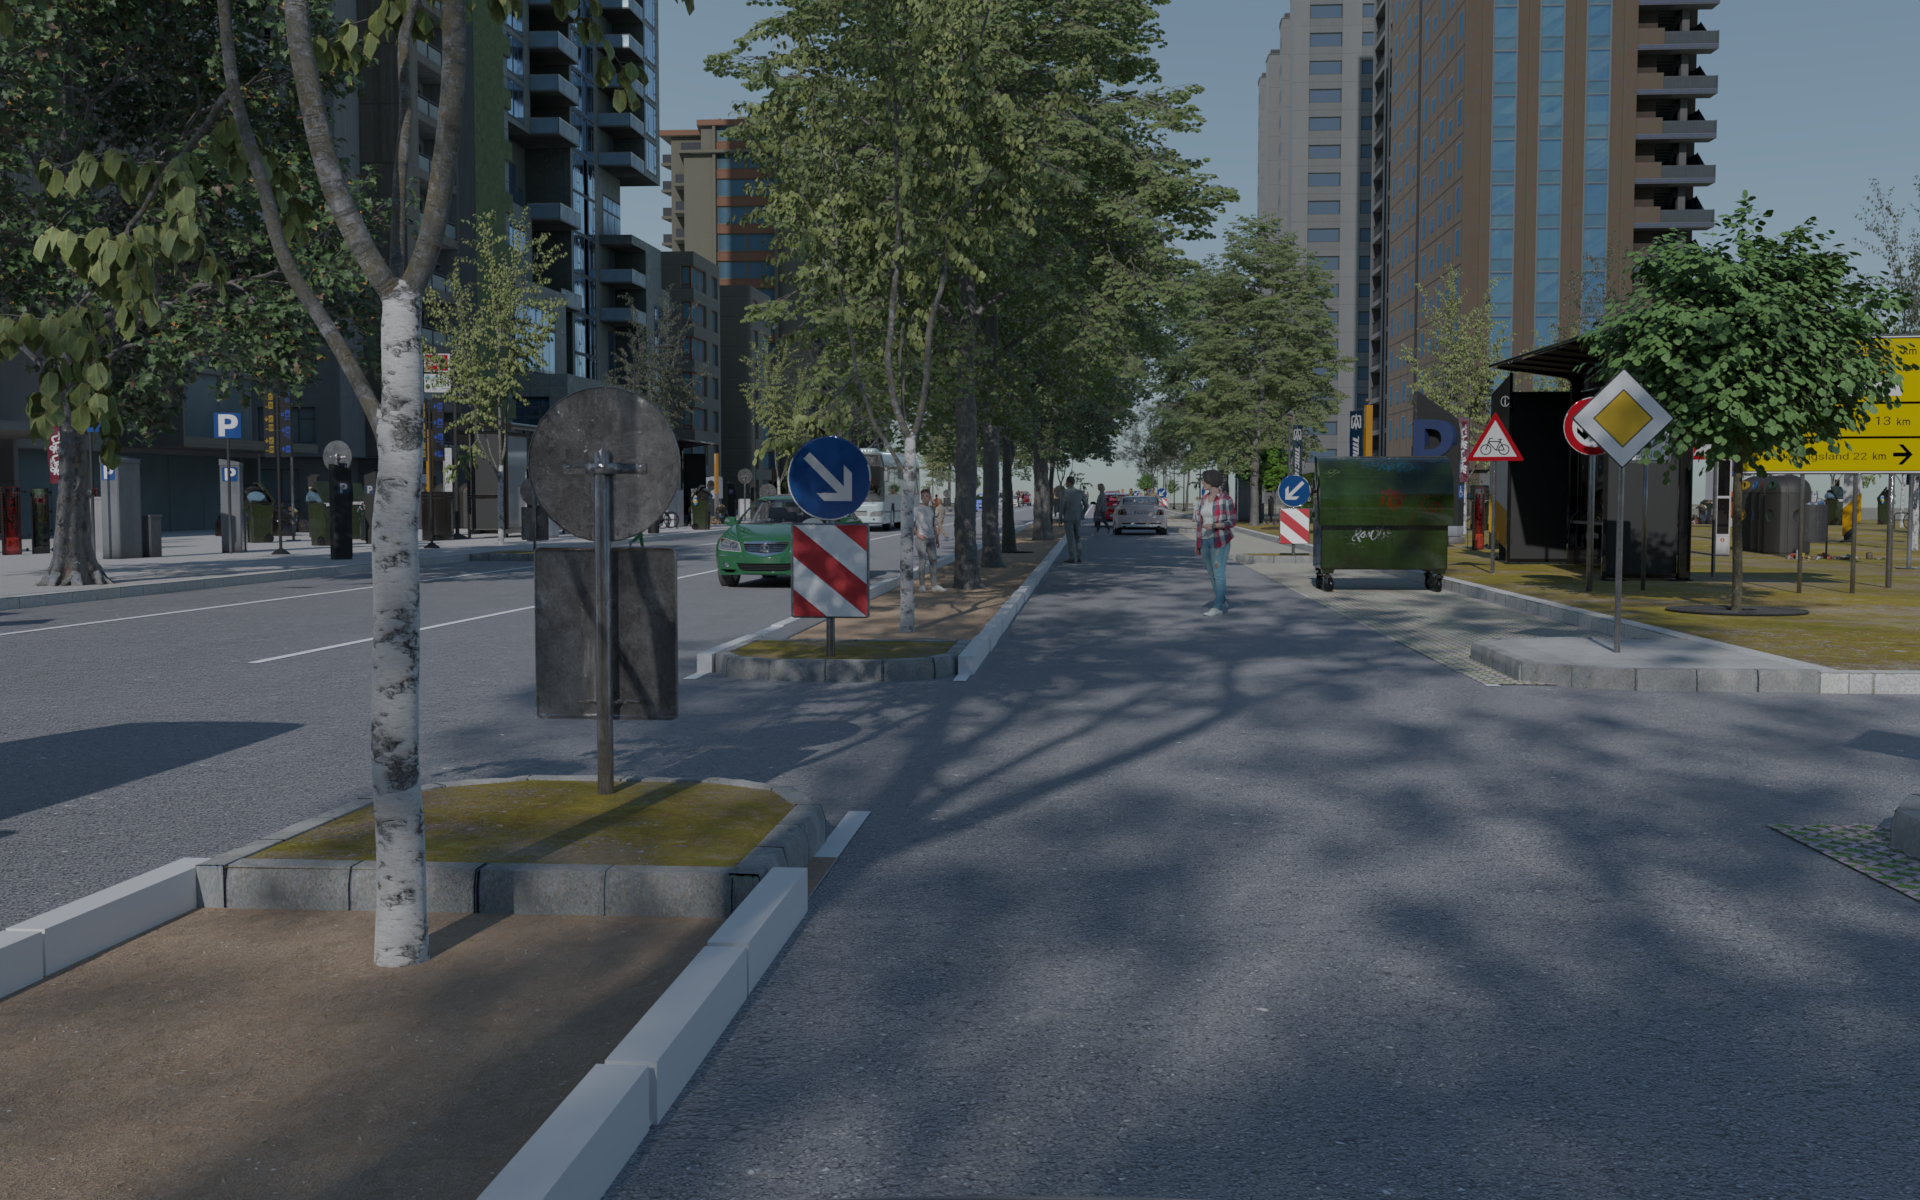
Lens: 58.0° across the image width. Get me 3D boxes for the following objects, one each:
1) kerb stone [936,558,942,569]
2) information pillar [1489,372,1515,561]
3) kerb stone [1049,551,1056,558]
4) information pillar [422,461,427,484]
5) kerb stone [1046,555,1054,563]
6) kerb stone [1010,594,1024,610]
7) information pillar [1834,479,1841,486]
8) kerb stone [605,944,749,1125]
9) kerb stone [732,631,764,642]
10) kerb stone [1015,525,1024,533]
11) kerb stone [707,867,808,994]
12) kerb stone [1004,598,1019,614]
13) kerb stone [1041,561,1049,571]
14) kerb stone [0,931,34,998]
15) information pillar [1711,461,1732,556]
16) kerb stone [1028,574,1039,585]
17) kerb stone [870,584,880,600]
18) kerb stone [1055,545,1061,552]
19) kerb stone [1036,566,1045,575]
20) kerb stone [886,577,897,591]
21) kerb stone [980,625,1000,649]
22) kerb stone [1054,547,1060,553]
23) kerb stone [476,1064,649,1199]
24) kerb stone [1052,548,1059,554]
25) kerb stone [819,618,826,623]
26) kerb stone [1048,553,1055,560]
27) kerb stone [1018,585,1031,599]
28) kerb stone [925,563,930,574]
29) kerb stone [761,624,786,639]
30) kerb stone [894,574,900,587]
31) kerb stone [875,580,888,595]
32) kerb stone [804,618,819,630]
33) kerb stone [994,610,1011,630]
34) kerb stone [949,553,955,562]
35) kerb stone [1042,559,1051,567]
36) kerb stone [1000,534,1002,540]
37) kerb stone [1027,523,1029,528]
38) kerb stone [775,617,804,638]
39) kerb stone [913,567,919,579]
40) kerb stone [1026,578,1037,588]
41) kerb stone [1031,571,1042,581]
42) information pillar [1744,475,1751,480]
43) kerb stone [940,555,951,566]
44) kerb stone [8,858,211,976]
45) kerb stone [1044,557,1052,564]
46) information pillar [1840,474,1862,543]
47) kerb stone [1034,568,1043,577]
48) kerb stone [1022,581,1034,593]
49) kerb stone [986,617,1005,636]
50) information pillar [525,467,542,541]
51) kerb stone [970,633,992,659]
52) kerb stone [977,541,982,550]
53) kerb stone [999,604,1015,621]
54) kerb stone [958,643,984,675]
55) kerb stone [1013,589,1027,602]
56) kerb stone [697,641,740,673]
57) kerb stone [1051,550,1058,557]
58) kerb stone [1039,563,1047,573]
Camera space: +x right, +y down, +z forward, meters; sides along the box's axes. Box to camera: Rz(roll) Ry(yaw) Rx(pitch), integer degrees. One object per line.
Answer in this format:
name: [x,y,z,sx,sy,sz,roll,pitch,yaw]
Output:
kerb stone: [-0.500,-0.645,32.787,0.120,0.150,1.000,0,4,5]
information pillar: [10.484,-2.577,33.495,0.183,3.616,0.504,-3,4,-37]
kerb stone: [1.913,-0.885,36.677,0.120,0.150,1.000,0,4,5]
information pillar: [-22.256,-4.916,71.735,0.183,3.616,0.504,2,4,32]
kerb stone: [1.753,-0.761,34.637,0.120,0.150,1.000,0,4,5]
kerb stone: [0.671,0.057,21.370,0.120,0.150,1.000,0,4,5]
information pillar: [42.329,-4.843,83.678,0.304,2.012,0.304,1,4,18]
kerb stone: [-0.706,1.090,4.430,0.120,0.150,1.000,0,4,5]
kerb stone: [-1.919,0.417,15.404,0.120,0.150,1.000,0,4,5]
kerb stone: [2.309,-2.766,67.491,0.120,0.150,1.000,0,4,5]
kerb stone: [-0.624,1.024,5.455,0.120,0.150,1.000,0,4,5]
kerb stone: [0.579,0.115,20.340,0.120,0.150,1.000,0,4,5]
kerb stone: [1.506,-0.571,31.581,0.120,0.150,1.000,0,4,5]
kerb stone: [-2.793,1.077,4.591,0.120,0.150,1.000,0,4,5]
information pillar: [15.736,-1.914,35.780,0.304,2.012,0.304,1,4,11]
kerb stone: [1.083,-0.256,26.472,0.120,0.150,1.000,0,4,5]
kerb stone: [-1.247,-0.085,23.591,0.120,0.150,1.000,0,4,5]
kerb stone: [2.246,-1.135,40.755,0.120,0.150,1.000,0,4,5]
kerb stone: [1.332,-0.446,29.539,0.120,0.150,1.000,0,4,5]
kerb stone: [-1.086,-0.210,25.629,0.120,0.150,1.000,0,4,5]
kerb stone: [0.260,0.367,16.247,0.120,0.150,1.000,0,4,5]
kerb stone: [2.165,-1.073,39.736,0.120,0.150,1.000,0,4,5]
kerb stone: [-0.800,1.150,3.404,0.120,0.150,1.000,0,4,5]
kerb stone: [2.075,-1.008,38.719,0.120,0.150,1.000,0,4,5]
kerb stone: [-1.586,0.164,19.508,0.120,0.150,1.000,0,4,5]
kerb stone: [1.836,-0.823,35.656,0.120,0.150,1.000,0,4,5]
kerb stone: [0.844,-0.073,23.411,0.120,0.150,1.000,0,4,5]
kerb stone: [-0.675,-0.523,30.744,0.120,0.150,1.000,0,4,5]
kerb stone: [-1.823,0.362,16.422,0.120,0.150,1.000,0,4,5]
kerb stone: [-1.003,-0.267,26.652,0.120,0.150,1.000,0,4,5]
kerb stone: [-1.174,-0.148,24.610,0.120,0.150,1.000,0,4,5]
kerb stone: [-1.669,0.227,18.489,0.120,0.150,1.000,0,4,5]
kerb stone: [0.423,0.239,18.287,0.120,0.150,1.000,0,4,5]
kerb stone: [-0.258,-0.835,35.843,0.120,0.150,1.000,0,4,5]
kerb stone: [1.592,-0.636,32.599,0.120,0.150,1.000,0,4,5]
kerb stone: [1.484,-2.143,57.282,0.120,0.150,1.000,0,4,5]
kerb stone: [2.653,-3.020,71.573,0.120,0.150,1.000,0,4,5]
kerb stone: [-1.748,0.290,17.460,0.120,0.150,1.000,0,4,5]
kerb stone: [-0.755,-0.459,29.723,0.120,0.150,1.000,0,4,5]
kerb stone: [1.009,-0.191,25.449,0.120,0.150,1.000,0,4,5]
kerb stone: [1.177,-0.321,27.490,0.120,0.150,1.000,0,4,5]
information pillar: [35.887,-5.354,78.889,0.504,3.616,0.183,-3,4,-38]
kerb stone: [-0.338,-0.772,34.824,0.120,0.150,1.000,0,4,5]
kerb stone: [-2.717,1.014,5.610,0.120,0.150,1.000,0,4,5]
kerb stone: [1.667,-0.699,33.618,0.120,0.150,1.000,0,4,5]
information pillar: [23.582,-3.327,45.754,0.183,3.616,0.504,-2,4,-29]
kerb stone: [1.247,-0.387,28.521,0.120,0.150,1.000,0,4,5]
kerb stone: [0.926,-0.137,24.430,0.120,0.150,1.000,0,4,5]
kerb stone: [0.334,0.302,17.269,0.120,0.150,1.000,0,4,5]
information pillar: [-11.652,-2.621,47.347,0.304,2.012,0.304,2,4,30]
kerb stone: [0.166,0.426,15.229,0.120,0.150,1.000,0,4,5]
kerb stone: [0.573,-1.459,46.058,0.120,0.150,1.000,0,4,5]
kerb stone: [0.500,0.176,19.313,0.120,0.150,1.000,0,4,5]
kerb stone: [0.085,0.488,14.211,0.120,0.150,1.000,0,4,5]
kerb stone: [0.749,-0.012,22.389,0.120,0.150,1.000,0,4,5]
kerb stone: [-2.008,0.478,14.373,0.120,0.150,1.000,0,4,5]
kerb stone: [2.000,-0.948,37.699,0.120,0.150,1.000,0,4,5]
kerb stone: [1.413,-0.506,30.558,0.120,0.150,1.000,0,4,5]
